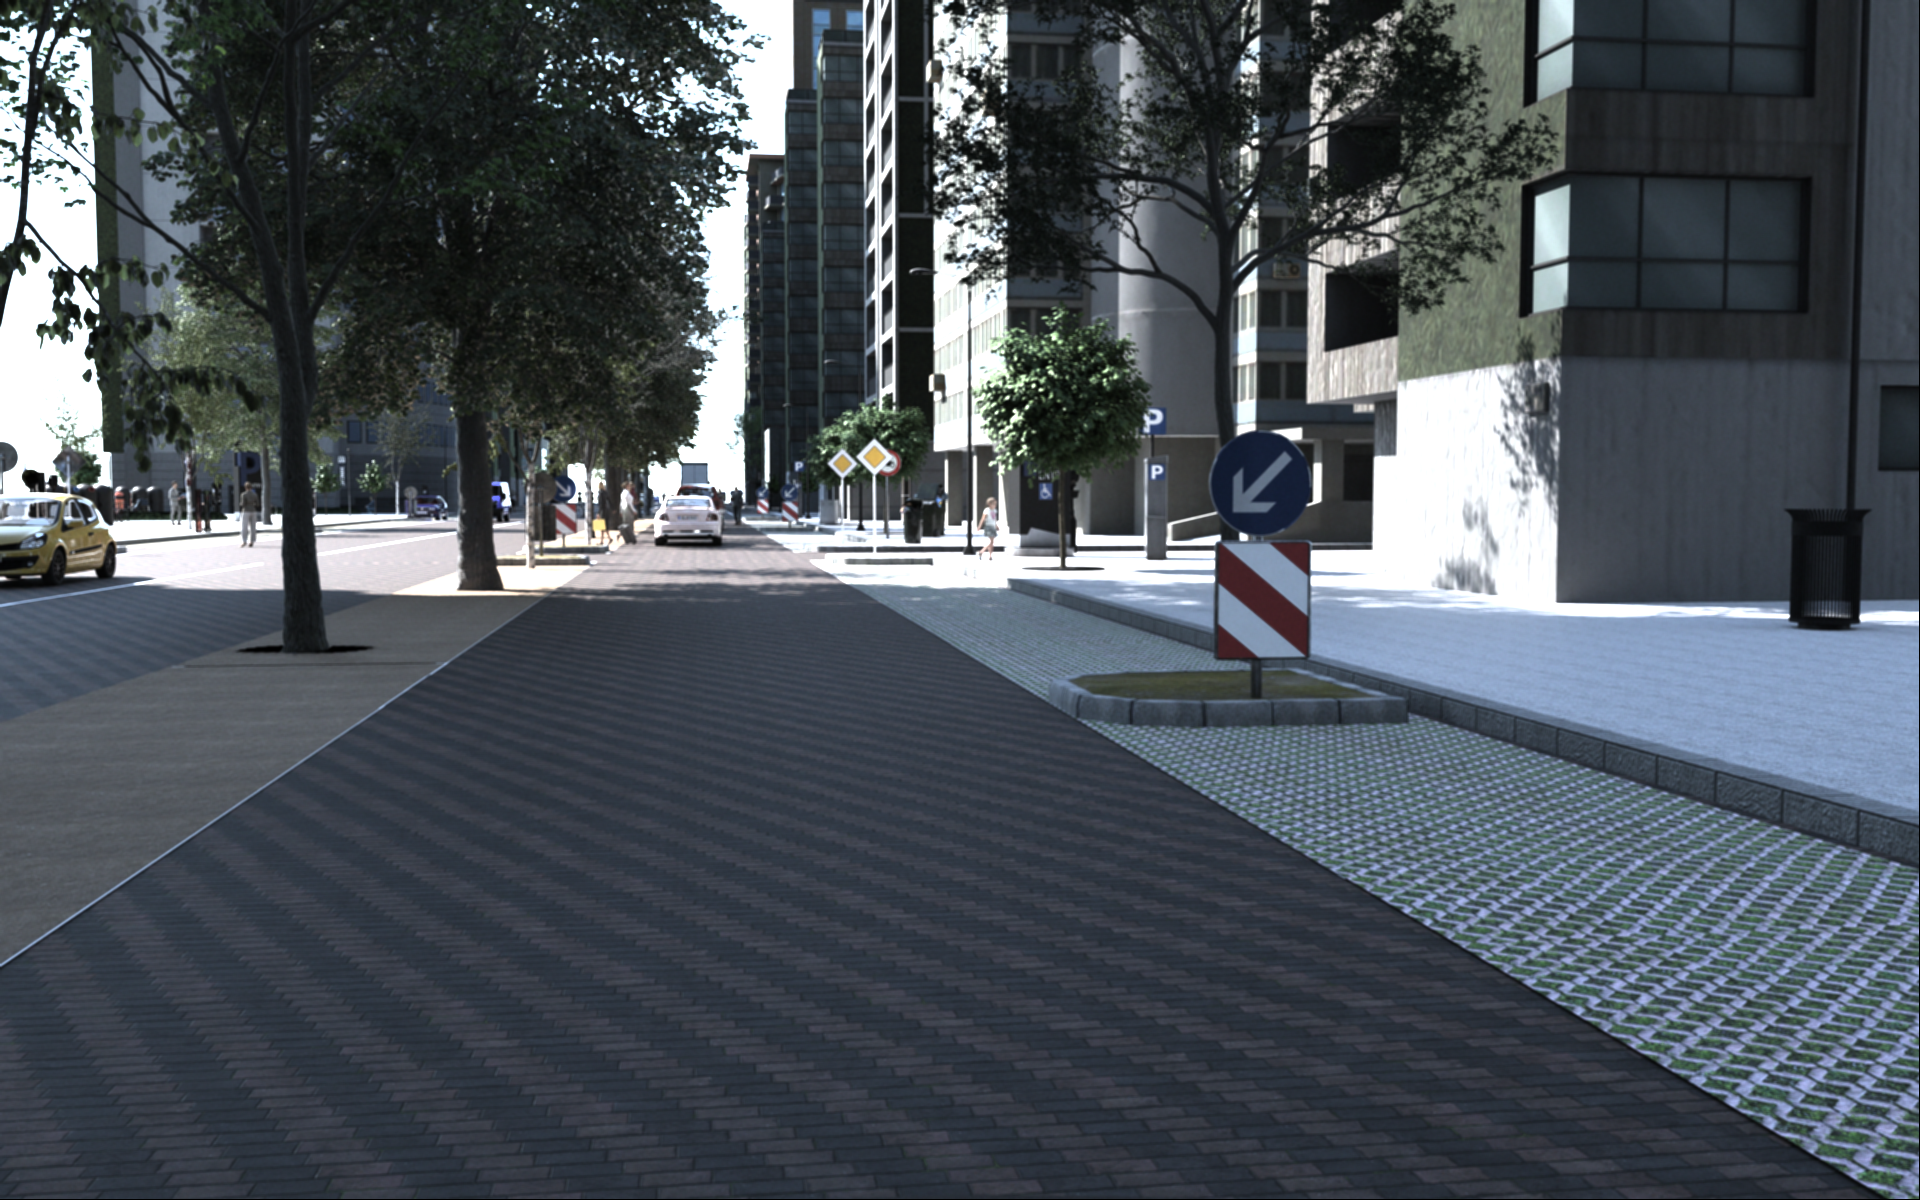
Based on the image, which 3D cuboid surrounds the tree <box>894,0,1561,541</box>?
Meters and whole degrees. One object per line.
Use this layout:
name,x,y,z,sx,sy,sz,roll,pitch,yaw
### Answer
tree,2.700,-5.164,18.851,7.601,10.594,8.767,0,4,6

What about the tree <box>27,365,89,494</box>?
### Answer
tree,-51.382,-9.152,100.005,4.737,8.622,4.395,0,3,0

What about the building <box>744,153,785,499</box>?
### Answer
building,-16.084,-34.613,220.547,22.147,44.769,28.867,-1,4,-9

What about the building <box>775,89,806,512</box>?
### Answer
building,-5.986,-21.788,127.938,14.160,30.474,14.107,-1,4,-9

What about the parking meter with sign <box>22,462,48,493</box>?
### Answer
parking meter with sign,-50.921,-6.099,95.984,0.543,3.016,1.738,3,5,44

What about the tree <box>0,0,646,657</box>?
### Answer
tree,-6.061,-5.335,15.442,9.928,11.665,9.643,0,3,0

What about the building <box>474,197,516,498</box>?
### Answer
building,-49.911,-29.303,162.700,14.154,41.232,14.086,-1,4,-9

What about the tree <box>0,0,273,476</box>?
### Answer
tree,-4.740,-3.352,7.626,4.360,8.622,3.978,0,3,0

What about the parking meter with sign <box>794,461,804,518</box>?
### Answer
parking meter with sign,-8.674,-5.922,93.078,0.543,3.016,1.738,0,4,-7

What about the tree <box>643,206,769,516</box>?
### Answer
tree,-19.005,-15.462,111.152,12.611,20.169,13.585,0,3,0

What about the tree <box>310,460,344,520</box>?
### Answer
tree,-32.155,-5.681,87.480,1.663,3.219,1.824,0,3,0

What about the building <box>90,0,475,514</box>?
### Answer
building,-48.049,-35.735,126.259,21.231,58.520,28.212,-1,4,-9

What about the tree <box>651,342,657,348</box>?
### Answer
tree,-10.176,-5.766,47.094,4.737,8.622,4.395,0,3,0

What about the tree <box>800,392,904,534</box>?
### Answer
tree,-2.439,-4.405,55.738,4.285,4.588,4.351,0,3,0

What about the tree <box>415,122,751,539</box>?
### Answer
tree,-11.910,-8.710,55.236,12.009,13.543,11.850,0,3,0

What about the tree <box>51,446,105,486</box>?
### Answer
tree,-55.971,-7.727,110.055,4.285,4.588,4.351,0,3,0

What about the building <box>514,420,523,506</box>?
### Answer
building,-52.712,-24.779,176.845,14.160,30.474,14.107,-1,4,-9

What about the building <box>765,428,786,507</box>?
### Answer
building,-6.830,-52.031,163.373,22.319,86.520,31.000,-1,4,-9

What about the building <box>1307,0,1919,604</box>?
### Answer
building,12.889,-15.625,27.171,14.160,30.474,14.107,-1,4,-9

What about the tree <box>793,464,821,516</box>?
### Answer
tree,-8.975,-6.530,101.370,1.663,3.219,1.824,0,3,0

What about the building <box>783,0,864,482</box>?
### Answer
building,-7.034,-30.061,141.615,14.600,45.320,14.200,-1,4,-9

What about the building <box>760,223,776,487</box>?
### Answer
building,-14.449,-25.392,186.859,14.160,30.474,14.107,-1,4,-9

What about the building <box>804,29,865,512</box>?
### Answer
building,-2.366,-20.854,112.669,14.160,30.474,14.107,-1,4,-9

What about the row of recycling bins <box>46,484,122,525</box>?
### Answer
row of recycling bins,-35.434,-3.817,69.520,1.069,1.692,3.534,1,4,12

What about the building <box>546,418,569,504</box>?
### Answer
building,-60.816,-35.745,234.538,14.600,45.320,14.200,-1,4,-9

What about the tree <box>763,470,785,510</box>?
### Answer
tree,-15.130,-8.921,140.464,1.663,3.219,1.824,0,3,0

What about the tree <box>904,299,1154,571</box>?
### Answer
tree,1.758,-2.795,29.412,4.285,4.588,4.351,0,3,0

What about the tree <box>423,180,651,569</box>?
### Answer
tree,-8.276,-4.909,33.081,4.737,8.622,4.395,0,3,0

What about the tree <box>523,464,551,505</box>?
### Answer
tree,-45.965,-12.529,188.562,4.285,4.588,4.351,0,3,0

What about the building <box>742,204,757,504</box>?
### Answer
building,-22.576,-34.114,241.353,14.154,41.232,14.086,-1,4,-9

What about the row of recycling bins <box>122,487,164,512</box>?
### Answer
row of recycling bins,-45.679,-5.403,95.456,1.069,1.692,3.534,3,5,40

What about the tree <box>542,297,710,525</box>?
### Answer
tree,-15.997,-9.922,82.808,7.486,12.596,7.792,0,3,0

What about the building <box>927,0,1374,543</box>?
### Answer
building,11.876,-22.545,60.489,23.993,40.220,32.217,-1,4,-9

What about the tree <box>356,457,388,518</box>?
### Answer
tree,-31.057,-5.930,91.563,1.663,3.219,1.824,0,3,0

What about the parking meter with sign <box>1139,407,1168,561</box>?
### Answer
parking meter with sign,3.833,-2.314,34.100,0.543,3.016,1.738,0,4,3

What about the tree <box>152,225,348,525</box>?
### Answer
tree,-28.888,-9.336,70.771,7.486,12.596,7.792,0,3,0

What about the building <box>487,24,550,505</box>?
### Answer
building,-61.406,-54.901,210.298,22.319,86.520,31.000,-1,4,-9

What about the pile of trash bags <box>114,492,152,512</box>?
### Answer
pile of trash bags,-42.166,-4.772,87.772,1.912,1.369,3.447,-1,4,-12

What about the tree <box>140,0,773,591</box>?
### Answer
tree,-7.144,-7.106,25.295,9.857,13.997,8.962,0,3,0

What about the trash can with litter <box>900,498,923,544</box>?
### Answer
trash can with litter,-1.292,-2.036,44.678,0.624,1.170,1.055,-1,4,-10

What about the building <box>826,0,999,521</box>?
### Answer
building,4.098,-39.667,86.803,20.563,71.187,20.611,-1,4,-9

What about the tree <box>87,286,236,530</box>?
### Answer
tree,-27.346,-6.774,61.120,4.737,8.622,4.395,0,3,0
